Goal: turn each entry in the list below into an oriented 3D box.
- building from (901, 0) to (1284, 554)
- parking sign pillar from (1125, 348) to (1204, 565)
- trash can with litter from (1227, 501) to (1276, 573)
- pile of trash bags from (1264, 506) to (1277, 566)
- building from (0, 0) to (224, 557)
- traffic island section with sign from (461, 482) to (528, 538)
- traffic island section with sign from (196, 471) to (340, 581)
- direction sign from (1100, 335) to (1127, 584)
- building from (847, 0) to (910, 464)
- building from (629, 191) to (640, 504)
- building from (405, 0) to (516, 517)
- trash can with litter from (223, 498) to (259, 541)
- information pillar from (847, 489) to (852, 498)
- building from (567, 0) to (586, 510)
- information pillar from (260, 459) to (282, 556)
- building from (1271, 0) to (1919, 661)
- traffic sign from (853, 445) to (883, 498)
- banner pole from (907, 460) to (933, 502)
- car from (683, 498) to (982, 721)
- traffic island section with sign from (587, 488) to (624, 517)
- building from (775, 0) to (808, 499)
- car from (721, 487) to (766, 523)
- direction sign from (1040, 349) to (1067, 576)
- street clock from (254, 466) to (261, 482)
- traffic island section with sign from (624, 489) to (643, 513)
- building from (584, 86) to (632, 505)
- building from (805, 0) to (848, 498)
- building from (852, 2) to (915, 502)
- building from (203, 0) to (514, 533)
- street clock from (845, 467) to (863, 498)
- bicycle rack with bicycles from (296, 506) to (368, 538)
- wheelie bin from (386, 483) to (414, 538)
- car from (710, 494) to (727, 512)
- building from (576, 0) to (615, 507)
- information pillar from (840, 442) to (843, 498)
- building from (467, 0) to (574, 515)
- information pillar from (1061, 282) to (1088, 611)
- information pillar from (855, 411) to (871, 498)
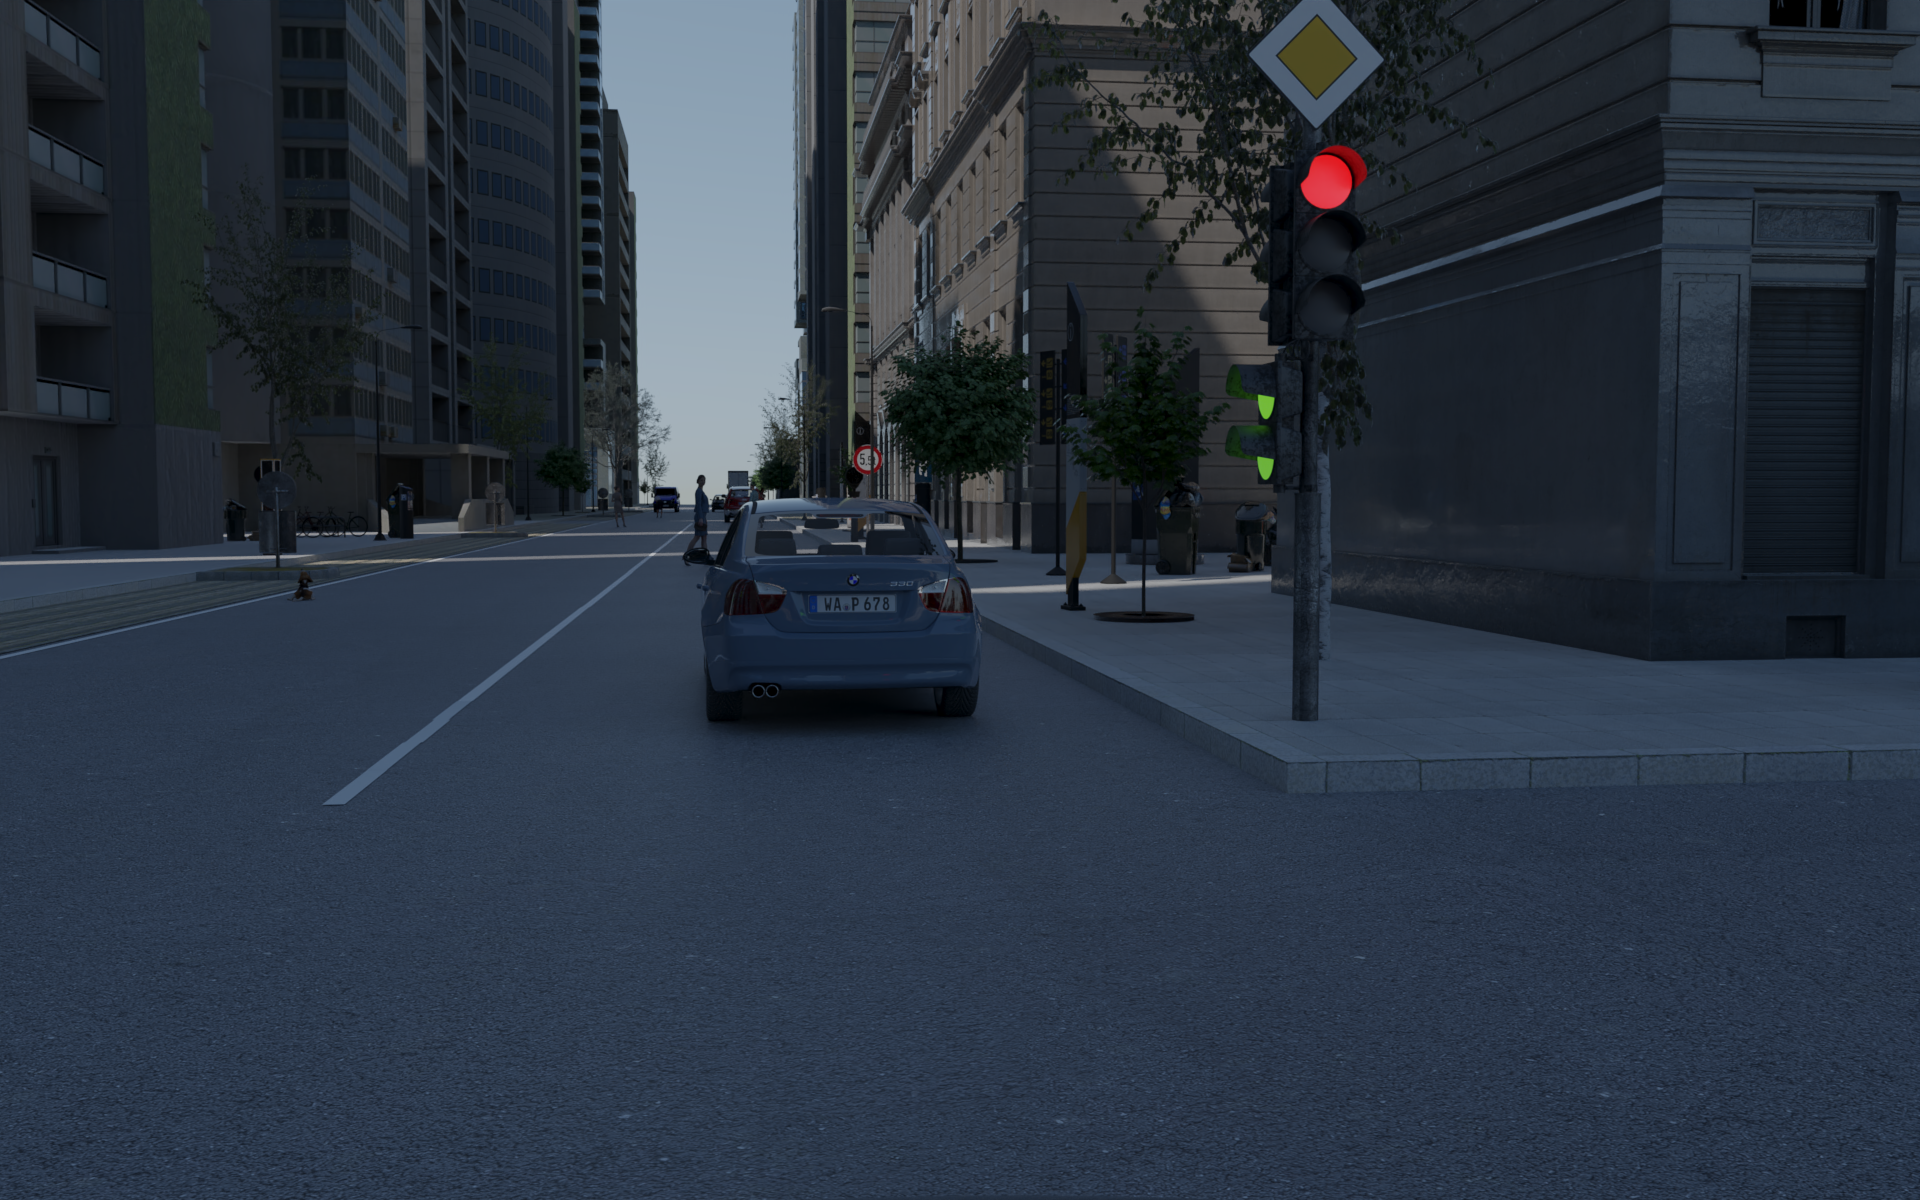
[{"bbox_3d":[5.526,-15.403,49.099,12.463,27.353,25.104,0,4,-8],"label":"building"},{"bbox_3d":[3.768,-2.647,31.756,1.447,3.967,1.447,-3,4,-36],"label":"parking sign pillar"},{"bbox_3d":[4.792,-1.053,28.601,0.624,1.170,1.055,2,4,24],"label":"trash can with litter"},{"bbox_3d":[7.075,-1.267,30.471,3.447,1.369,1.912,0,4,7],"label":"pile of trash bags"},{"bbox_3d":[-25.176,-21.555,36.025,14.154,41.232,14.086,0,4,-8],"label":"building"},{"bbox_3d":[-15.400,-2.985,57.431,1.989,1.847,2.006,0,4,-8],"label":"traffic island section with sign"},{"bbox_3d":[-11.679,-1.272,29.419,1.989,1.847,2.006,0,4,-8],"label":"traffic island section with sign"},{"bbox_3d":[2.199,-2.002,24.723,0.379,3.537,0.876,2,4,27],"label":"direction sign"},{"bbox_3d":[0.689,-25.186,95.380,14.154,41.232,14.086,0,4,-8],"label":"building"},{"bbox_3d":[-49.632,-33.209,226.556,14.154,41.232,14.086,0,4,-8],"label":"building"},{"bbox_3d":[-34.814,-39.902,90.647,20.563,71.187,20.611,0,4,-8],"label":"building"},{"bbox_3d":[-19.511,-2.190,47.200,1.055,1.170,0.624,-3,5,-40],"label":"trash can with litter"},{"bbox_3d":[-4.027,-3.698,64.954,0.304,2.012,0.304,3,5,41],"label":"information pillar"},{"bbox_3d":[-37.581,-27.735,137.069,14.154,41.232,14.086,0,4,-8],"label":"building"},{"bbox_3d":[-14.408,-1.942,36.248,0.304,2.012,0.304,0,4,5],"label":"information pillar"},{"bbox_3d":[13.509,-10.354,18.439,18.267,20.994,9.793,0,4,-8],"label":"building"},{"bbox_3d":[-2.387,-2.737,44.861,0.768,2.556,0.104,0,4,-4],"label":"traffic sign"},{"bbox_3d":[-1.135,-3.423,45.979,0.863,3.779,0.401,0,4,2],"label":"banner pole"},{"bbox_3d":[-0.953,-0.019,12.312,2.014,1.417,4.499,-1,4,-9],"label":"car"},{"bbox_3d":[-22.015,-6.022,107.087,1.989,1.847,2.006,0,4,-8],"label":"traffic island section with sign"},{"bbox_3d":[-12.879,-55.931,227.138,22.319,86.520,31.000,0,4,-8],"label":"building"},{"bbox_3d":[-11.073,-4.897,88.732,2.281,1.827,5.304,0,4,-8],"label":"car"},{"bbox_3d":[1.545,-2.157,27.260,0.379,3.537,0.876,-3,4,-37],"label":"direction sign"},{"bbox_3d":[-17.477,-2.386,43.587,0.471,2.002,0.358,0,4,-2],"label":"street clock"},{"bbox_3d":[-25.629,-7.688,134.321,1.989,1.847,2.006,0,4,-8],"label":"traffic island section with sign"},{"bbox_3d":[-50.889,-35.695,207.314,21.300,48.544,21.600,0,4,-8],"label":"building"},{"bbox_3d":[-2.344,-36.857,144.618,21.231,58.520,28.212,0,4,-8],"label":"building"},{"bbox_3d":[2.918,-14.184,73.713,13.314,21.916,24.055,0,4,-8],"label":"building"},{"bbox_3d":[-33.681,-22.647,62.154,32.217,40.220,23.993,0,4,-8],"label":"building"},{"bbox_3d":[-2.820,-2.549,46.240,0.471,2.002,0.358,-1,4,-9],"label":"street clock"},{"bbox_3d":[-19.152,-2.333,51.520,2.925,0.926,2.852,-2,4,-25],"label":"bicycle rack with bicycles"},{"bbox_3d":[-16.436,-2.628,50.884,0.693,1.594,0.980,0,4,-4],"label":"wheelie bin"},{"bbox_3d":[-19.122,-7.921,139.299,2.009,1.686,4.222,-1,4,-9],"label":"car"},{"bbox_3d":[-47.389,-53.056,180.138,22.319,86.520,31.000,0,4,-8],"label":"building"},{"bbox_3d":[-5.321,-5.290,77.841,0.183,3.616,0.504,-1,4,-10],"label":"information pillar"},{"bbox_3d":[-38.005,-35.058,115.191,21.231,58.520,28.212,0,4,-8],"label":"building"},{"bbox_3d":[1.274,-1.691,19.003,0.183,3.616,0.504,-1,4,-14],"label":"information pillar"},{"bbox_3d":[-2.746,-3.523,48.959,0.504,3.616,0.183,-1,4,-16],"label":"information pillar"}]
